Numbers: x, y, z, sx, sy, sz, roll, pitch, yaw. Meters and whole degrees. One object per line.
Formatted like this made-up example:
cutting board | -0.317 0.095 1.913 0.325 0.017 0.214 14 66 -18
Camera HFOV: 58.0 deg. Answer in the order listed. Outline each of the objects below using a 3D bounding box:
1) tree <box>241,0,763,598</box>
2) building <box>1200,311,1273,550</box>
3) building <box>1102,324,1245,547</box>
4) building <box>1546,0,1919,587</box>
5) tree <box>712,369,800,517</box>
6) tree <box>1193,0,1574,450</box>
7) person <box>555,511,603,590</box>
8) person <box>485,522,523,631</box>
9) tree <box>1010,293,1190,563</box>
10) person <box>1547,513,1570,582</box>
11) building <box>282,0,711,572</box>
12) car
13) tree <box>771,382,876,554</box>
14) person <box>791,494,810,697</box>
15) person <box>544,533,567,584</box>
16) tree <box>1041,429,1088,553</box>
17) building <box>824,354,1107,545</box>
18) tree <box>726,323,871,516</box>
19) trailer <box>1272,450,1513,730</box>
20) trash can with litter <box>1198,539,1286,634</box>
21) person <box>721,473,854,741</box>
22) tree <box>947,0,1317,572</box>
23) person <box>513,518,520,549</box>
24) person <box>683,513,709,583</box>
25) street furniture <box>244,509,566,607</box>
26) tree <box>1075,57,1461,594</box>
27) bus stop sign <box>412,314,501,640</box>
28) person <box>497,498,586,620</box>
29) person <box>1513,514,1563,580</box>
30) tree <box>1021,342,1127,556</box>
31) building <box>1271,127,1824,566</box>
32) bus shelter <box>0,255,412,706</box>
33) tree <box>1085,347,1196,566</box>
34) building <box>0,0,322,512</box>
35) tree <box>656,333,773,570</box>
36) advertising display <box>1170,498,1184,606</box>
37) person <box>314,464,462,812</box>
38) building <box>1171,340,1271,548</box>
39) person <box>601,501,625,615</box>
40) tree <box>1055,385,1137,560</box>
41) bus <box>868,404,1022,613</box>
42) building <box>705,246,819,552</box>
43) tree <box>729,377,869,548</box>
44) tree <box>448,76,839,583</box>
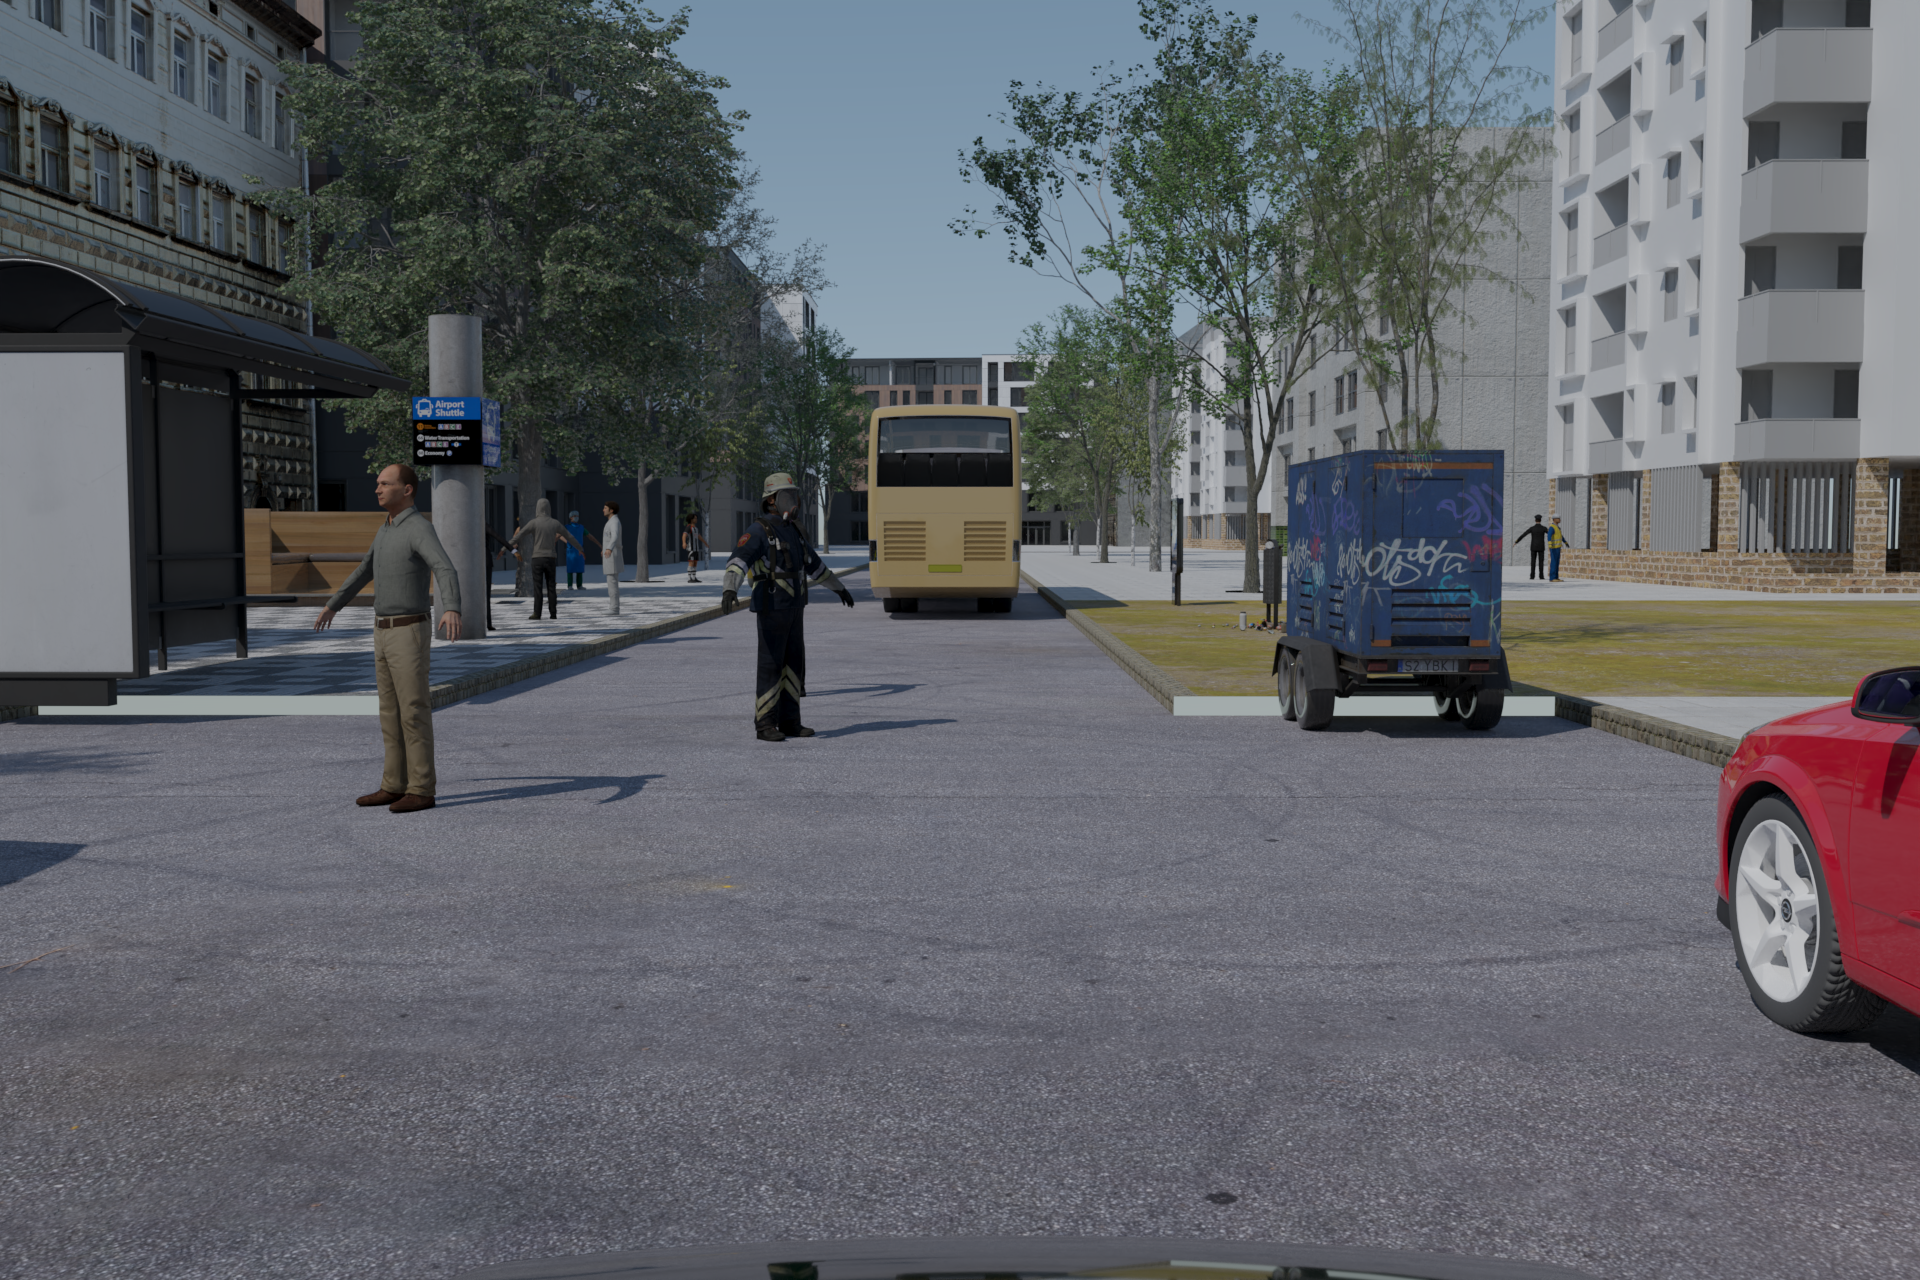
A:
tree | -8.855 -7.843 34.888 9.857 13.997 8.962 0 3 0
building | 25.809 -17.816 147.704 16.016 20.090 11.380 0 4 1
building | 25.154 -21.564 183.506 19.493 23.208 18.063 0 4 0
building | 22.636 -11.813 49.561 16.016 20.090 11.380 0 4 1
tree | -8.627 -7.713 76.476 4.360 8.622 3.978 0 3 0
tree | 5.220 -4.201 19.056 4.360 8.622 3.978 0 3 0
person | -8.848 -2.063 39.855 1.347 1.817 0.704 -3 5 -39
person | -6.360 -1.000 23.073 1.216 1.740 0.721 1 4 22
tree | 6.267 -9.196 76.113 9.928 11.665 9.643 0 3 0
person | 15.940 -2.465 46.275 0.705 1.833 1.349 3 5 39
building | -26.328 -13.785 69.360 27.936 21.610 32.646 0 3 0
car | 3.235 0.326 3.713 2.155 1.783 4.494 0 4 1
tree | -8.575 -11.346 111.261 9.928 11.665 9.643 0 3 0
person | -1.520 -0.403 15.278 0.704 1.802 1.346 -1 4 -18
person | -10.495 -2.334 44.024 1.347 1.847 0.705 1 4 18
tree | 7.613 -10.168 116.606 4.360 8.622 3.978 0 3 0
building | 1.377 -22.202 209.439 32.646 21.610 27.936 0 4 4
tree | -7.941 -9.731 84.861 9.928 11.665 9.643 0 3 0
trailer | 3.198 -0.406 13.684 1.471 1.999 3.904 0 3 0
trash can with litter | 4.136 -0.735 23.081 1.678 1.210 2.233 0 4 -1
person | -1.239 -0.236 12.101 0.705 1.856 1.354 2 4 35
tree | 5.887 -12.323 57.376 12.611 20.169 13.585 0 3 0
person | -10.539 -2.162 42.146 1.217 1.733 0.721 3 5 45
person | -6.990 -2.406 45.483 0.704 1.843 1.345 1 4 19
street furniture | -13.351 -1.682 34.350 11.010 1.723 9.812 -1 4 -9
tree | 6.536 -6.838 37.561 9.928 11.665 9.643 0 3 0
bus stop sign | -6.125 -1.964 21.127 0.837 3.901 0.837 0 4 0
person | -6.241 -1.212 25.948 1.348 1.813 0.705 -2 4 -30
person | 16.242 -2.615 48.688 1.347 1.837 0.705 1 4 22
tree | 6.508 -11.232 101.770 7.486 12.596 7.792 0 3 0
building | 26.193 -13.304 83.980 16.747 18.905 31.486 0 4 1
bus shelter | -6.790 -1.312 15.368 2.014 3.302 5.546 0 4 2
tree | 7.153 -7.253 68.944 4.737 8.622 4.395 0 3 0
building | -29.059 -12.999 43.463 19.493 23.208 18.063 0 4 1
tree | -9.022 -6.844 62.261 4.737 8.622 4.395 0 3 0
advertising display | 3.910 -1.592 31.249 0.123 1.923 0.974 0 4 0
person | -2.940 -0.020 9.048 1.348 1.796 0.705 3 5 42
building | 25.903 -19.125 169.118 16.016 20.090 11.380 0 4 0
person | -5.571 -1.310 27.603 0.705 1.806 1.347 -1 4 -14
tree | 6.788 -8.219 84.735 4.360 8.622 3.978 0 3 0
bus | -0.205 -2.624 34.448 2.896 3.916 12.252 0 4 0
building | -26.763 -18.071 139.430 27.936 21.610 32.646 0 4 0
tree | -8.512 -9.981 97.600 8.767 10.594 7.601 -2 4 -30
tree | -8.264 -8.264 45.491 12.009 13.543 11.850 0 3 0
